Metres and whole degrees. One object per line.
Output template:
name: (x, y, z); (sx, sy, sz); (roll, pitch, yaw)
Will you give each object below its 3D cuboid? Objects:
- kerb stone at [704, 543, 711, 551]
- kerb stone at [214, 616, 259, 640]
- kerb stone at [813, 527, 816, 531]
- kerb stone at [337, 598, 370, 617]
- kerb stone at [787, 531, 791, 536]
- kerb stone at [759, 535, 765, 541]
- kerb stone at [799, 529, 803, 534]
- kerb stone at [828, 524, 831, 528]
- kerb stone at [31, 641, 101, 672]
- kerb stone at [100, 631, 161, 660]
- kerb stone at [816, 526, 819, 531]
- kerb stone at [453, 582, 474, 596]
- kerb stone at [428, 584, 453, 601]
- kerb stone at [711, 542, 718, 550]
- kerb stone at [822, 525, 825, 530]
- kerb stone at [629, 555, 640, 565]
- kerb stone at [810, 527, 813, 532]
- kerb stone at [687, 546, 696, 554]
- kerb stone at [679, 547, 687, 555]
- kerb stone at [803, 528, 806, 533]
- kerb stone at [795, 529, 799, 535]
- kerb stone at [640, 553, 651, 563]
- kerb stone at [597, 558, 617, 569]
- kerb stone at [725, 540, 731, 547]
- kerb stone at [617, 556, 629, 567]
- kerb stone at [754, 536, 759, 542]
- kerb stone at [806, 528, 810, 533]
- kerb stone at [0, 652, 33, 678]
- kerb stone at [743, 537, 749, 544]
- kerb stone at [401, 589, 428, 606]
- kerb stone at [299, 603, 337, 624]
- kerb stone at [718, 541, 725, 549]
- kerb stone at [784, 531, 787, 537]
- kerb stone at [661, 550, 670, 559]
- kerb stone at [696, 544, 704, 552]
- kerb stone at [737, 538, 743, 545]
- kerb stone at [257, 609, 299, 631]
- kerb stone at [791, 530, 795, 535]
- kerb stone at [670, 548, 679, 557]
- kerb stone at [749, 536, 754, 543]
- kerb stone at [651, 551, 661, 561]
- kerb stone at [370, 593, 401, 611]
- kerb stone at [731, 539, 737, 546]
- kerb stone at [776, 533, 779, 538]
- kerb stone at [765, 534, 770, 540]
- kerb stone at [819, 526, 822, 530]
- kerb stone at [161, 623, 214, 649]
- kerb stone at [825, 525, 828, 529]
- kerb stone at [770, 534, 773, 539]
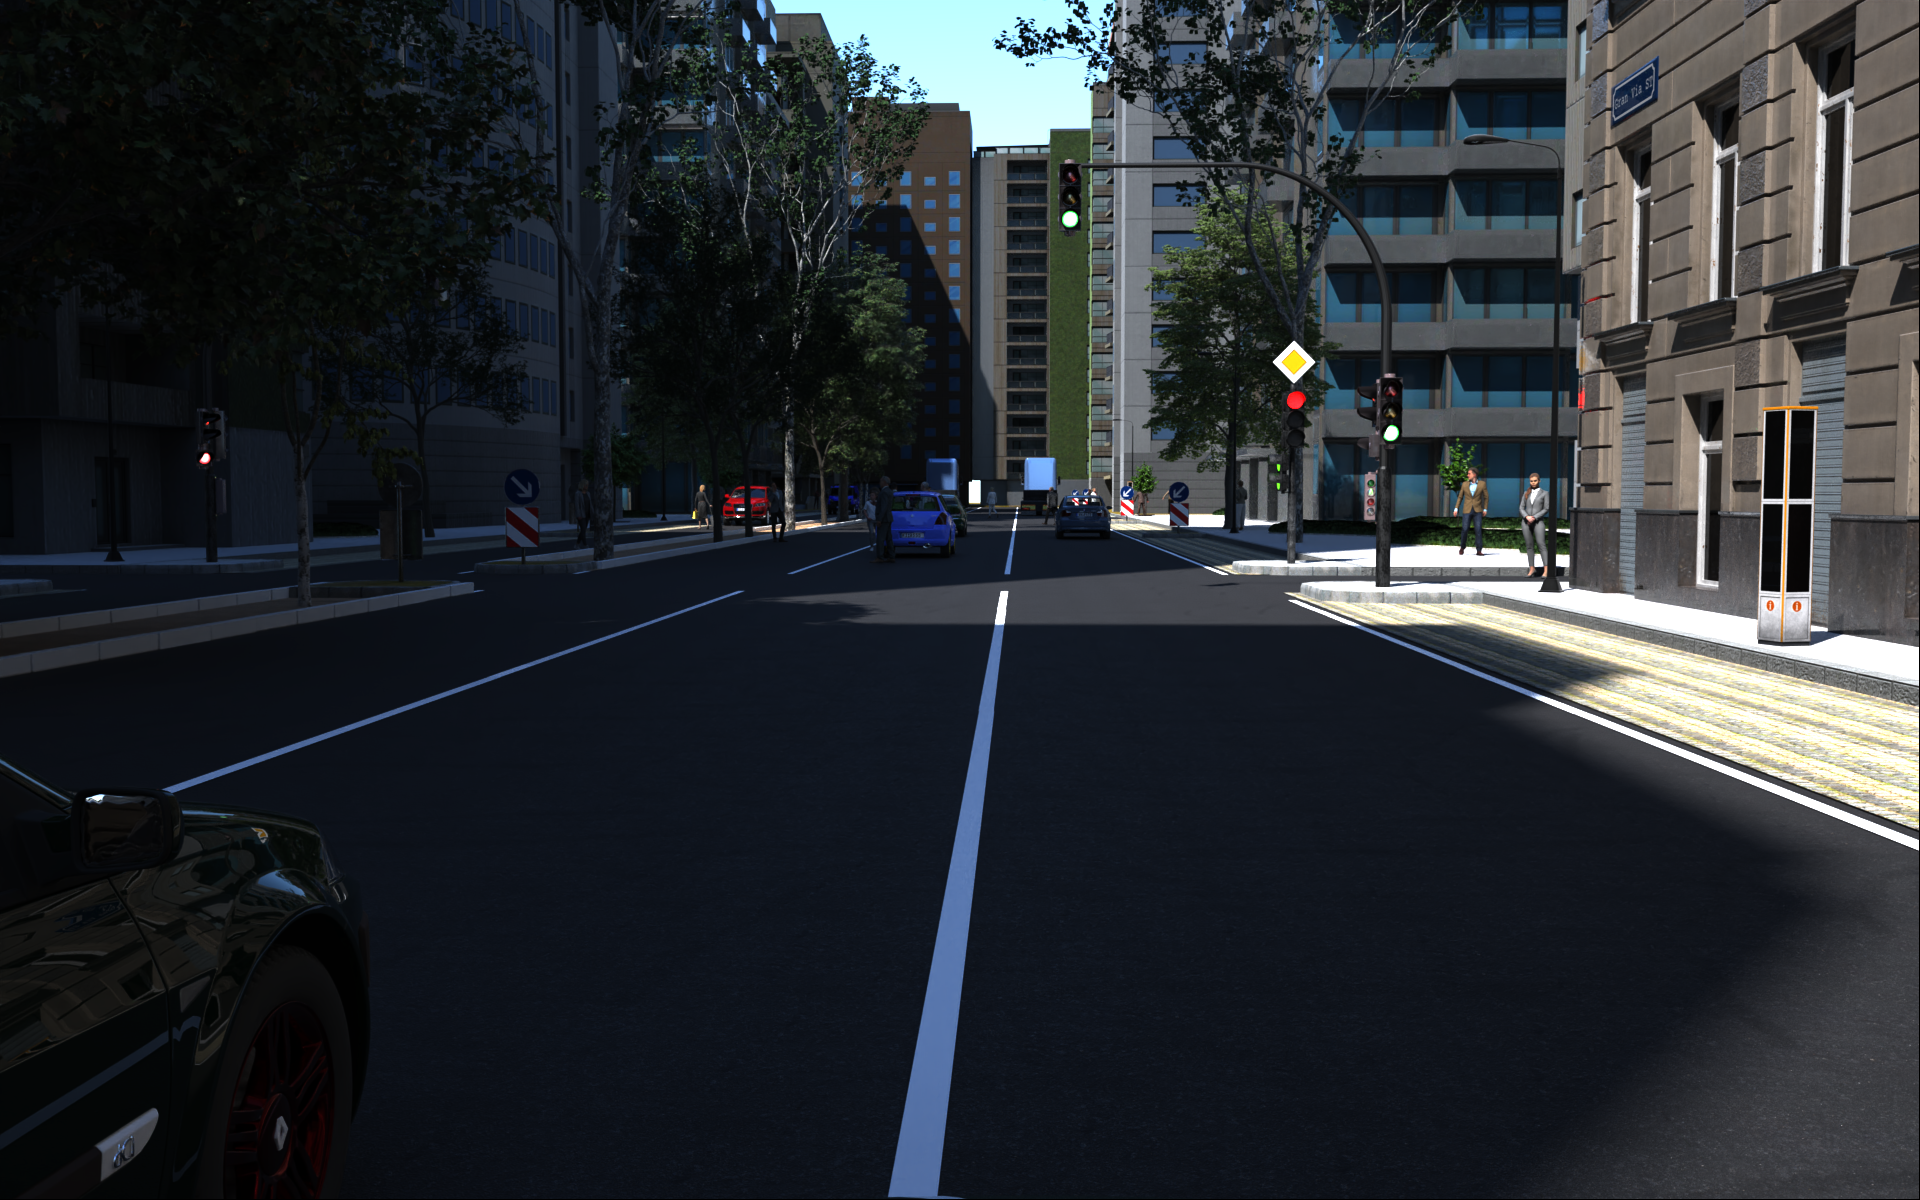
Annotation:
kerb stone: (-6.480, -1.311, 43.622); (0.120, 0.150, 1.000); (0, 4, 2)
kerb stone: (-7.385, 0.289, 17.488); (0.120, 0.150, 1.000); (0, 4, 2)
kerb stone: (-5.705, -2.688, 66.146); (0.120, 0.150, 1.000); (0, 4, 2)
kerb stone: (-7.278, 0.100, 20.557); (0.120, 0.150, 1.000); (0, 4, 2)
kerb stone: (-5.955, -2.250, 58.978); (0.120, 0.150, 1.000); (0, 4, 2)
kerb stone: (-6.172, -1.874, 52.836); (0.120, 0.150, 1.000); (0, 4, 2)
kerb stone: (-5.852, -2.438, 62.053); (0.120, 0.150, 1.000); (0, 4, 2)
kerb stone: (-5.535, -3.001, 71.259); (0.120, 0.150, 1.000); (0, 4, 2)
kerb stone: (-7.493, 0.478, 14.415); (0.120, 0.150, 1.000); (0, 4, 2)
kerb stone: (-7.458, 0.413, 15.442); (0.120, 0.150, 1.000); (0, 4, 2)
kerb stone: (-5.671, -2.751, 67.172); (0.120, 0.150, 1.000); (0, 4, 2)
kerb stone: (-7.136, -0.150, 24.652); (0.120, 0.150, 1.000); (0, 4, 2)
kerb stone: (-7.182, -0.084, 23.632); (0.120, 0.150, 1.000); (0, 4, 2)
kerb stone: (-6.453, -1.371, 44.644); (0.120, 0.150, 1.000); (0, 4, 2)
kerb stone: (-5.604, -2.876, 69.216); (0.120, 0.150, 1.000); (0, 4, 2)
kerb stone: (-6.765, -0.811, 35.449); (0.120, 0.150, 1.000); (0, 4, 2)
kerb stone: (-5.740, -2.619, 65.125); (0.120, 0.150, 1.000); (0, 4, 2)
kerb stone: (-6.550, -1.186, 41.579); (0.120, 0.150, 1.000); (0, 4, 2)
kerb stone: (-6.598, -1.123, 40.558); (0.120, 0.150, 1.000); (0, 4, 2)
kerb stone: (-5.813, -2.497, 63.077); (0.120, 0.150, 1.000); (0, 4, 2)
kerb stone: (-5.879, -2.375, 61.031); (0.120, 0.150, 1.000); (0, 4, 2)
kerb stone: (-6.731, -0.873, 36.471); (0.120, 0.150, 1.000); (0, 4, 2)
kerb stone: (-6.839, -0.685, 33.402); (0.120, 0.150, 1.000); (0, 4, 2)
kerb stone: (-6.375, -1.498, 46.697); (0.120, 0.150, 1.000); (0, 4, 2)
kerb stone: (-6.801, -0.748, 34.427); (0.120, 0.150, 1.000); (0, 4, 2)
kerb stone: (-6.209, -1.804, 51.815); (0.120, 0.150, 1.000); (0, 4, 2)
kerb stone: (-5.783, -2.559, 64.101); (0.120, 0.150, 1.000); (0, 4, 2)
kerb stone: (-7.532, 0.543, 13.394); (0.120, 0.150, 1.000); (0, 4, 2)
kerb stone: (-6.273, -1.683, 49.770); (0.120, 0.150, 1.000); (0, 4, 2)
kerb stone: (-7.204, -0.025, 22.606); (0.120, 0.150, 1.000); (0, 4, 2)
kerb stone: (-7.316, 0.163, 19.531); (0.120, 0.150, 1.000); (0, 4, 2)
kerb stone: (-6.409, -1.432, 45.676); (0.120, 0.150, 1.000); (0, 4, 2)
kerb stone: (-5.993, -2.186, 57.951); (0.120, 0.150, 1.000); (0, 4, 2)
kerb stone: (-6.663, -0.998, 38.514); (0.120, 0.150, 1.000); (0, 4, 2)
kerb stone: (-6.518, -1.248, 42.601); (0.120, 0.150, 1.000); (0, 4, 2)
kerb stone: (-6.308, -1.621, 48.749); (0.120, 0.150, 1.000); (0, 4, 2)
kerb stone: (-7.358, 0.226, 18.510); (0.120, 0.150, 1.000); (0, 4, 2)
kerb stone: (-5.918, -2.312, 60.000); (0.120, 0.150, 1.000); (0, 4, 2)
kerb stone: (-6.629, -1.060, 39.536); (0.120, 0.150, 1.000); (0, 4, 2)
kerb stone: (-6.243, -1.749, 50.792); (0.120, 0.150, 1.000); (0, 4, 2)
kerb stone: (-6.696, -0.936, 37.492); (0.120, 0.150, 1.000); (0, 4, 2)
kerb stone: (-7.240, 0.038, 21.579); (0.120, 0.150, 1.000); (0, 4, 2)
kerb stone: (-6.347, -1.562, 47.727); (0.120, 0.150, 1.000); (0, 4, 2)
kerb stone: (-6.062, -2.062, 55.905); (0.120, 0.150, 1.000); (0, 4, 2)
kerb stone: (-6.128, -1.937, 53.858); (0.120, 0.150, 1.000); (0, 4, 2)
kerb stone: (-5.632, -2.813, 68.194); (0.120, 0.150, 1.000); (0, 4, 2)
kerb stone: (-7.415, 0.350, 16.467); (0.120, 0.150, 1.000); (0, 4, 2)
kerb stone: (-5.568, -2.934, 70.237); (0.120, 0.150, 1.000); (0, 4, 2)
kerb stone: (-6.095, -1.998, 54.880); (0.120, 0.150, 1.000); (0, 4, 2)
